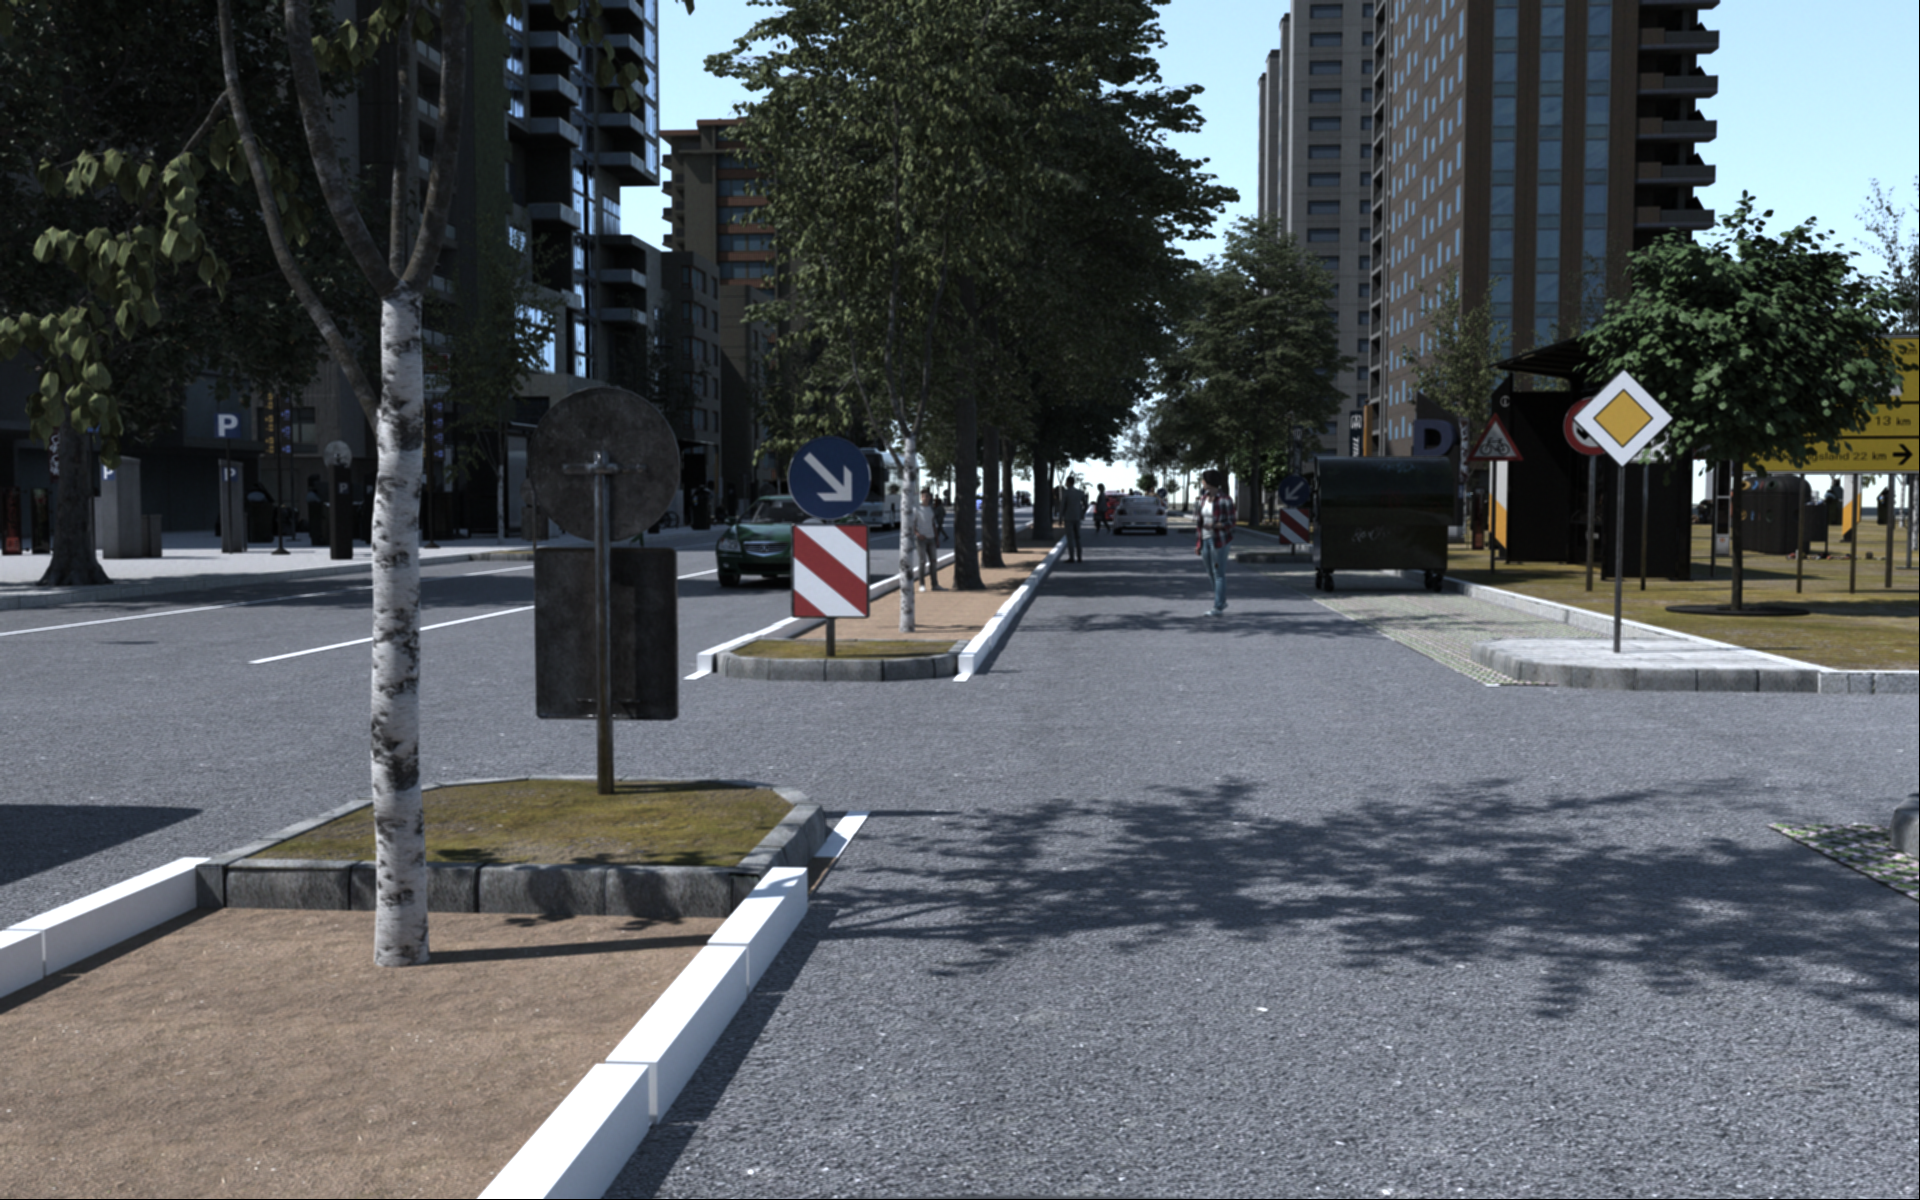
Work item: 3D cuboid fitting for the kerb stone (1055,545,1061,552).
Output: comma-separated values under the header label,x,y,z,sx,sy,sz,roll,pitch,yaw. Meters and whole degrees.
label,x,y,z,sx,sy,sz,roll,pitch,yaw
kerb stone,2.246,-1.135,40.755,0.120,0.150,1.000,0,4,5

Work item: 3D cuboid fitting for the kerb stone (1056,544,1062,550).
label,x,y,z,sx,sy,sz,roll,pitch,yaw
kerb stone,2.331,-1.195,41.774,0.120,0.150,1.000,0,4,5

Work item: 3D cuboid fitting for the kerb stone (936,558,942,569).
label,x,y,z,sx,sy,sz,roll,pitch,yaw
kerb stone,-0.500,-0.645,32.787,0.120,0.150,1.000,0,4,5

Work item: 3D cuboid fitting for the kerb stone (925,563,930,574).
label,x,y,z,sx,sy,sz,roll,pitch,yaw
kerb stone,-0.675,-0.523,30.744,0.120,0.150,1.000,0,4,5

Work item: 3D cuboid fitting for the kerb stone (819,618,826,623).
label,x,y,z,sx,sy,sz,roll,pitch,yaw
kerb stone,-1.586,0.164,19.508,0.120,0.150,1.000,0,4,5

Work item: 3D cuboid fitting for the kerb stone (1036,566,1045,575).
label,x,y,z,sx,sy,sz,roll,pitch,yaw
kerb stone,1.332,-0.446,29.539,0.120,0.150,1.000,0,4,5

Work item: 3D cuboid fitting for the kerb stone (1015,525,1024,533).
label,x,y,z,sx,sy,sz,roll,pitch,yaw
kerb stone,2.309,-2.766,67.491,0.120,0.150,1.000,0,4,5

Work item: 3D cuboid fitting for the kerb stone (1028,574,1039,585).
label,x,y,z,sx,sy,sz,roll,pitch,yaw
kerb stone,1.083,-0.256,26.472,0.120,0.150,1.000,0,4,5

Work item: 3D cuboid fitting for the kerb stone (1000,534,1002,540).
label,x,y,z,sx,sy,sz,roll,pitch,yaw
kerb stone,1.484,-2.143,57.282,0.120,0.150,1.000,0,4,5

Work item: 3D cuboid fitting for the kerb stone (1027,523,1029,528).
label,x,y,z,sx,sy,sz,roll,pitch,yaw
kerb stone,2.653,-3.020,71.573,0.120,0.150,1.000,0,4,5

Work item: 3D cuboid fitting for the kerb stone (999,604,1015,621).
label,x,y,z,sx,sy,sz,roll,pitch,yaw
kerb stone,0.500,0.176,19.313,0.120,0.150,1.000,0,4,5

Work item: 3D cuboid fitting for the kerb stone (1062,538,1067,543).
label,x,y,z,sx,sy,sz,roll,pitch,yaw
kerb stone,2.824,-1.568,47.890,0.120,0.150,1.000,0,4,5

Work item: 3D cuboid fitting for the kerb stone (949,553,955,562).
label,x,y,z,sx,sy,sz,roll,pitch,yaw
kerb stone,-0.258,-0.835,35.843,0.120,0.150,1.000,0,4,5

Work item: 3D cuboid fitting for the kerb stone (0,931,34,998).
label,x,y,z,sx,sy,sz,roll,pitch,yaw
kerb stone,-2.793,1.077,4.591,0.120,0.150,1.000,0,4,5

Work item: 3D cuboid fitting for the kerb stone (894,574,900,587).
label,x,y,z,sx,sy,sz,roll,pitch,yaw
kerb stone,-1.003,-0.267,26.652,0.120,0.150,1.000,0,4,5

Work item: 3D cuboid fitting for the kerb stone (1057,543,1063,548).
label,x,y,z,sx,sy,sz,roll,pitch,yaw
kerb stone,2.420,-1.260,42.792,0.120,0.150,1.000,0,4,5

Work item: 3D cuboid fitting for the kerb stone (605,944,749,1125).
label,x,y,z,sx,sy,sz,roll,pitch,yaw
kerb stone,-0.706,1.090,4.430,0.120,0.150,1.000,0,4,5

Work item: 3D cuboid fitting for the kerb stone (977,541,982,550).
label,x,y,z,sx,sy,sz,roll,pitch,yaw
kerb stone,0.573,-1.459,46.058,0.120,0.150,1.000,0,4,5

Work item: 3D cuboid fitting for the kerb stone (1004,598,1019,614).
label,x,y,z,sx,sy,sz,roll,pitch,yaw
kerb stone,0.579,0.115,20.340,0.120,0.150,1.000,0,4,5

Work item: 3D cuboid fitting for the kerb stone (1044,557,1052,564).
label,x,y,z,sx,sy,sz,roll,pitch,yaw
kerb stone,1.667,-0.699,33.618,0.120,0.150,1.000,0,4,5

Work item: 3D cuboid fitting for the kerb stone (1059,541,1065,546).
label,x,y,z,sx,sy,sz,roll,pitch,yaw
kerb stone,2.575,-1.380,44.831,0.120,0.150,1.000,0,4,5

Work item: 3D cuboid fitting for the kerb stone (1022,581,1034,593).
label,x,y,z,sx,sy,sz,roll,pitch,yaw
kerb stone,0.926,-0.137,24.430,0.120,0.150,1.000,0,4,5

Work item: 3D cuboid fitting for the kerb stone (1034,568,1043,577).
label,x,y,z,sx,sy,sz,roll,pitch,yaw
kerb stone,1.247,-0.387,28.521,0.120,0.150,1.000,0,4,5

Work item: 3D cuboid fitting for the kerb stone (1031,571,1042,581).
label,x,y,z,sx,sy,sz,roll,pitch,yaw
kerb stone,1.177,-0.321,27.490,0.120,0.150,1.000,0,4,5

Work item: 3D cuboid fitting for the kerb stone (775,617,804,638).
label,x,y,z,sx,sy,sz,roll,pitch,yaw
kerb stone,-1.748,0.290,17.460,0.120,0.150,1.000,0,4,5

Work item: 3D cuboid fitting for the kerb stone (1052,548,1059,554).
label,x,y,z,sx,sy,sz,roll,pitch,yaw
kerb stone,2.075,-1.008,38.719,0.120,0.150,1.000,0,4,5

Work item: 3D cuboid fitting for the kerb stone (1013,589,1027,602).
label,x,y,z,sx,sy,sz,roll,pitch,yaw
kerb stone,0.749,-0.012,22.389,0.120,0.150,1.000,0,4,5

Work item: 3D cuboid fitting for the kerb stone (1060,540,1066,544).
label,x,y,z,sx,sy,sz,roll,pitch,yaw
kerb stone,2.658,-1.446,45.853,0.120,0.150,1.000,0,4,5

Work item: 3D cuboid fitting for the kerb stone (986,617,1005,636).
label,x,y,z,sx,sy,sz,roll,pitch,yaw
kerb stone,0.334,0.302,17.269,0.120,0.150,1.000,0,4,5

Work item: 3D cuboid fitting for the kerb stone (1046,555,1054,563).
label,x,y,z,sx,sy,sz,roll,pitch,yaw
kerb stone,1.753,-0.761,34.637,0.120,0.150,1.000,0,4,5

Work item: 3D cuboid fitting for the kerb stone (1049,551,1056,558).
label,x,y,z,sx,sy,sz,roll,pitch,yaw
kerb stone,1.913,-0.885,36.677,0.120,0.150,1.000,0,4,5

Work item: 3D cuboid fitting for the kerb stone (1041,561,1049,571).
label,x,y,z,sx,sy,sz,roll,pitch,yaw
kerb stone,1.506,-0.571,31.581,0.120,0.150,1.000,0,4,5

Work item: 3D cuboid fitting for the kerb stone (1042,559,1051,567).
label,x,y,z,sx,sy,sz,roll,pitch,yaw
kerb stone,1.592,-0.636,32.599,0.120,0.150,1.000,0,4,5

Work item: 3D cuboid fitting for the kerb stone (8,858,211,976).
label,x,y,z,sx,sy,sz,roll,pitch,yaw
kerb stone,-2.717,1.014,5.610,0.120,0.150,1.000,0,4,5

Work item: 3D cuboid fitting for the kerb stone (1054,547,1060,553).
label,x,y,z,sx,sy,sz,roll,pitch,yaw
kerb stone,2.165,-1.073,39.736,0.120,0.150,1.000,0,4,5

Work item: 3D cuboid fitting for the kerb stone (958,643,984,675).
label,x,y,z,sx,sy,sz,roll,pitch,yaw
kerb stone,0.085,0.488,14.211,0.120,0.150,1.000,0,4,5

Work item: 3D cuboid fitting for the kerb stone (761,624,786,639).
label,x,y,z,sx,sy,sz,roll,pitch,yaw
kerb stone,-1.823,0.362,16.422,0.120,0.150,1.000,0,4,5

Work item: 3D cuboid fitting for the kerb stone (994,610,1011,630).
label,x,y,z,sx,sy,sz,roll,pitch,yaw
kerb stone,0.423,0.239,18.287,0.120,0.150,1.000,0,4,5

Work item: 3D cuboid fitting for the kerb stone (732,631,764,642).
label,x,y,z,sx,sy,sz,roll,pitch,yaw
kerb stone,-1.919,0.417,15.404,0.120,0.150,1.000,0,4,5

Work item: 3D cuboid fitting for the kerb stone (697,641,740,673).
label,x,y,z,sx,sy,sz,roll,pitch,yaw
kerb stone,-2.008,0.478,14.373,0.120,0.150,1.000,0,4,5

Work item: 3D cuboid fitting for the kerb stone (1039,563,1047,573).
label,x,y,z,sx,sy,sz,roll,pitch,yaw
kerb stone,1.413,-0.506,30.558,0.120,0.150,1.000,0,4,5

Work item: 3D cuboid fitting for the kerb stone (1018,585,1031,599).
label,x,y,z,sx,sy,sz,roll,pitch,yaw
kerb stone,0.844,-0.073,23.411,0.120,0.150,1.000,0,4,5

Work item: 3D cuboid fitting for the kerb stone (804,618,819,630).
label,x,y,z,sx,sy,sz,roll,pitch,yaw
kerb stone,-1.669,0.227,18.489,0.120,0.150,1.000,0,4,5

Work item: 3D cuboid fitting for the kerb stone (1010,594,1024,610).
label,x,y,z,sx,sy,sz,roll,pitch,yaw
kerb stone,0.671,0.057,21.370,0.120,0.150,1.000,0,4,5

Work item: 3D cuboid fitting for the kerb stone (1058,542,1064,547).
label,x,y,z,sx,sy,sz,roll,pitch,yaw
kerb stone,2.493,-1.322,43.811,0.120,0.150,1.000,0,4,5

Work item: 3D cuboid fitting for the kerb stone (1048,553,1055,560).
label,x,y,z,sx,sy,sz,roll,pitch,yaw
kerb stone,1.836,-0.823,35.656,0.120,0.150,1.000,0,4,5

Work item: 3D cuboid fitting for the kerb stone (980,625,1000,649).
label,x,y,z,sx,sy,sz,roll,pitch,yaw
kerb stone,0.260,0.367,16.247,0.120,0.150,1.000,0,4,5

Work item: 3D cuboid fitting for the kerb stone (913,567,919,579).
label,x,y,z,sx,sy,sz,roll,pitch,yaw
kerb stone,-0.755,-0.459,29.723,0.120,0.150,1.000,0,4,5

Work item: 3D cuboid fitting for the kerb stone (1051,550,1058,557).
label,x,y,z,sx,sy,sz,roll,pitch,yaw
kerb stone,2.000,-0.948,37.699,0.120,0.150,1.000,0,4,5

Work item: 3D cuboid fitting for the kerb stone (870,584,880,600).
label,x,y,z,sx,sy,sz,roll,pitch,yaw
kerb stone,-1.247,-0.085,23.591,0.120,0.150,1.000,0,4,5

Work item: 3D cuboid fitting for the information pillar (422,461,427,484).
label,x,y,z,sx,sy,sz,roll,pitch,yaw
information pillar,-22.256,-4.916,71.735,0.183,3.616,0.504,2,4,32

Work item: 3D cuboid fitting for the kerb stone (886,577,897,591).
label,x,y,z,sx,sy,sz,roll,pitch,yaw
kerb stone,-1.086,-0.210,25.629,0.120,0.150,1.000,0,4,5

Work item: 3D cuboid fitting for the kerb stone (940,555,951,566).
label,x,y,z,sx,sy,sz,roll,pitch,yaw
kerb stone,-0.338,-0.772,34.824,0.120,0.150,1.000,0,4,5

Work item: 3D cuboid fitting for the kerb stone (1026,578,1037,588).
label,x,y,z,sx,sy,sz,roll,pitch,yaw
kerb stone,1.009,-0.191,25.449,0.120,0.150,1.000,0,4,5

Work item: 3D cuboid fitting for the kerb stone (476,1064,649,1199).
label,x,y,z,sx,sy,sz,roll,pitch,yaw
kerb stone,-0.800,1.150,3.404,0.120,0.150,1.000,0,4,5

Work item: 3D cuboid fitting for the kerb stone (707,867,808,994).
label,x,y,z,sx,sy,sz,roll,pitch,yaw
kerb stone,-0.624,1.024,5.455,0.120,0.150,1.000,0,4,5

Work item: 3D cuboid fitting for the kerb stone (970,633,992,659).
label,x,y,z,sx,sy,sz,roll,pitch,yaw
kerb stone,0.166,0.426,15.229,0.120,0.150,1.000,0,4,5

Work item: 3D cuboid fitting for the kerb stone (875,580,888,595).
label,x,y,z,sx,sy,sz,roll,pitch,yaw
kerb stone,-1.174,-0.148,24.610,0.120,0.150,1.000,0,4,5
